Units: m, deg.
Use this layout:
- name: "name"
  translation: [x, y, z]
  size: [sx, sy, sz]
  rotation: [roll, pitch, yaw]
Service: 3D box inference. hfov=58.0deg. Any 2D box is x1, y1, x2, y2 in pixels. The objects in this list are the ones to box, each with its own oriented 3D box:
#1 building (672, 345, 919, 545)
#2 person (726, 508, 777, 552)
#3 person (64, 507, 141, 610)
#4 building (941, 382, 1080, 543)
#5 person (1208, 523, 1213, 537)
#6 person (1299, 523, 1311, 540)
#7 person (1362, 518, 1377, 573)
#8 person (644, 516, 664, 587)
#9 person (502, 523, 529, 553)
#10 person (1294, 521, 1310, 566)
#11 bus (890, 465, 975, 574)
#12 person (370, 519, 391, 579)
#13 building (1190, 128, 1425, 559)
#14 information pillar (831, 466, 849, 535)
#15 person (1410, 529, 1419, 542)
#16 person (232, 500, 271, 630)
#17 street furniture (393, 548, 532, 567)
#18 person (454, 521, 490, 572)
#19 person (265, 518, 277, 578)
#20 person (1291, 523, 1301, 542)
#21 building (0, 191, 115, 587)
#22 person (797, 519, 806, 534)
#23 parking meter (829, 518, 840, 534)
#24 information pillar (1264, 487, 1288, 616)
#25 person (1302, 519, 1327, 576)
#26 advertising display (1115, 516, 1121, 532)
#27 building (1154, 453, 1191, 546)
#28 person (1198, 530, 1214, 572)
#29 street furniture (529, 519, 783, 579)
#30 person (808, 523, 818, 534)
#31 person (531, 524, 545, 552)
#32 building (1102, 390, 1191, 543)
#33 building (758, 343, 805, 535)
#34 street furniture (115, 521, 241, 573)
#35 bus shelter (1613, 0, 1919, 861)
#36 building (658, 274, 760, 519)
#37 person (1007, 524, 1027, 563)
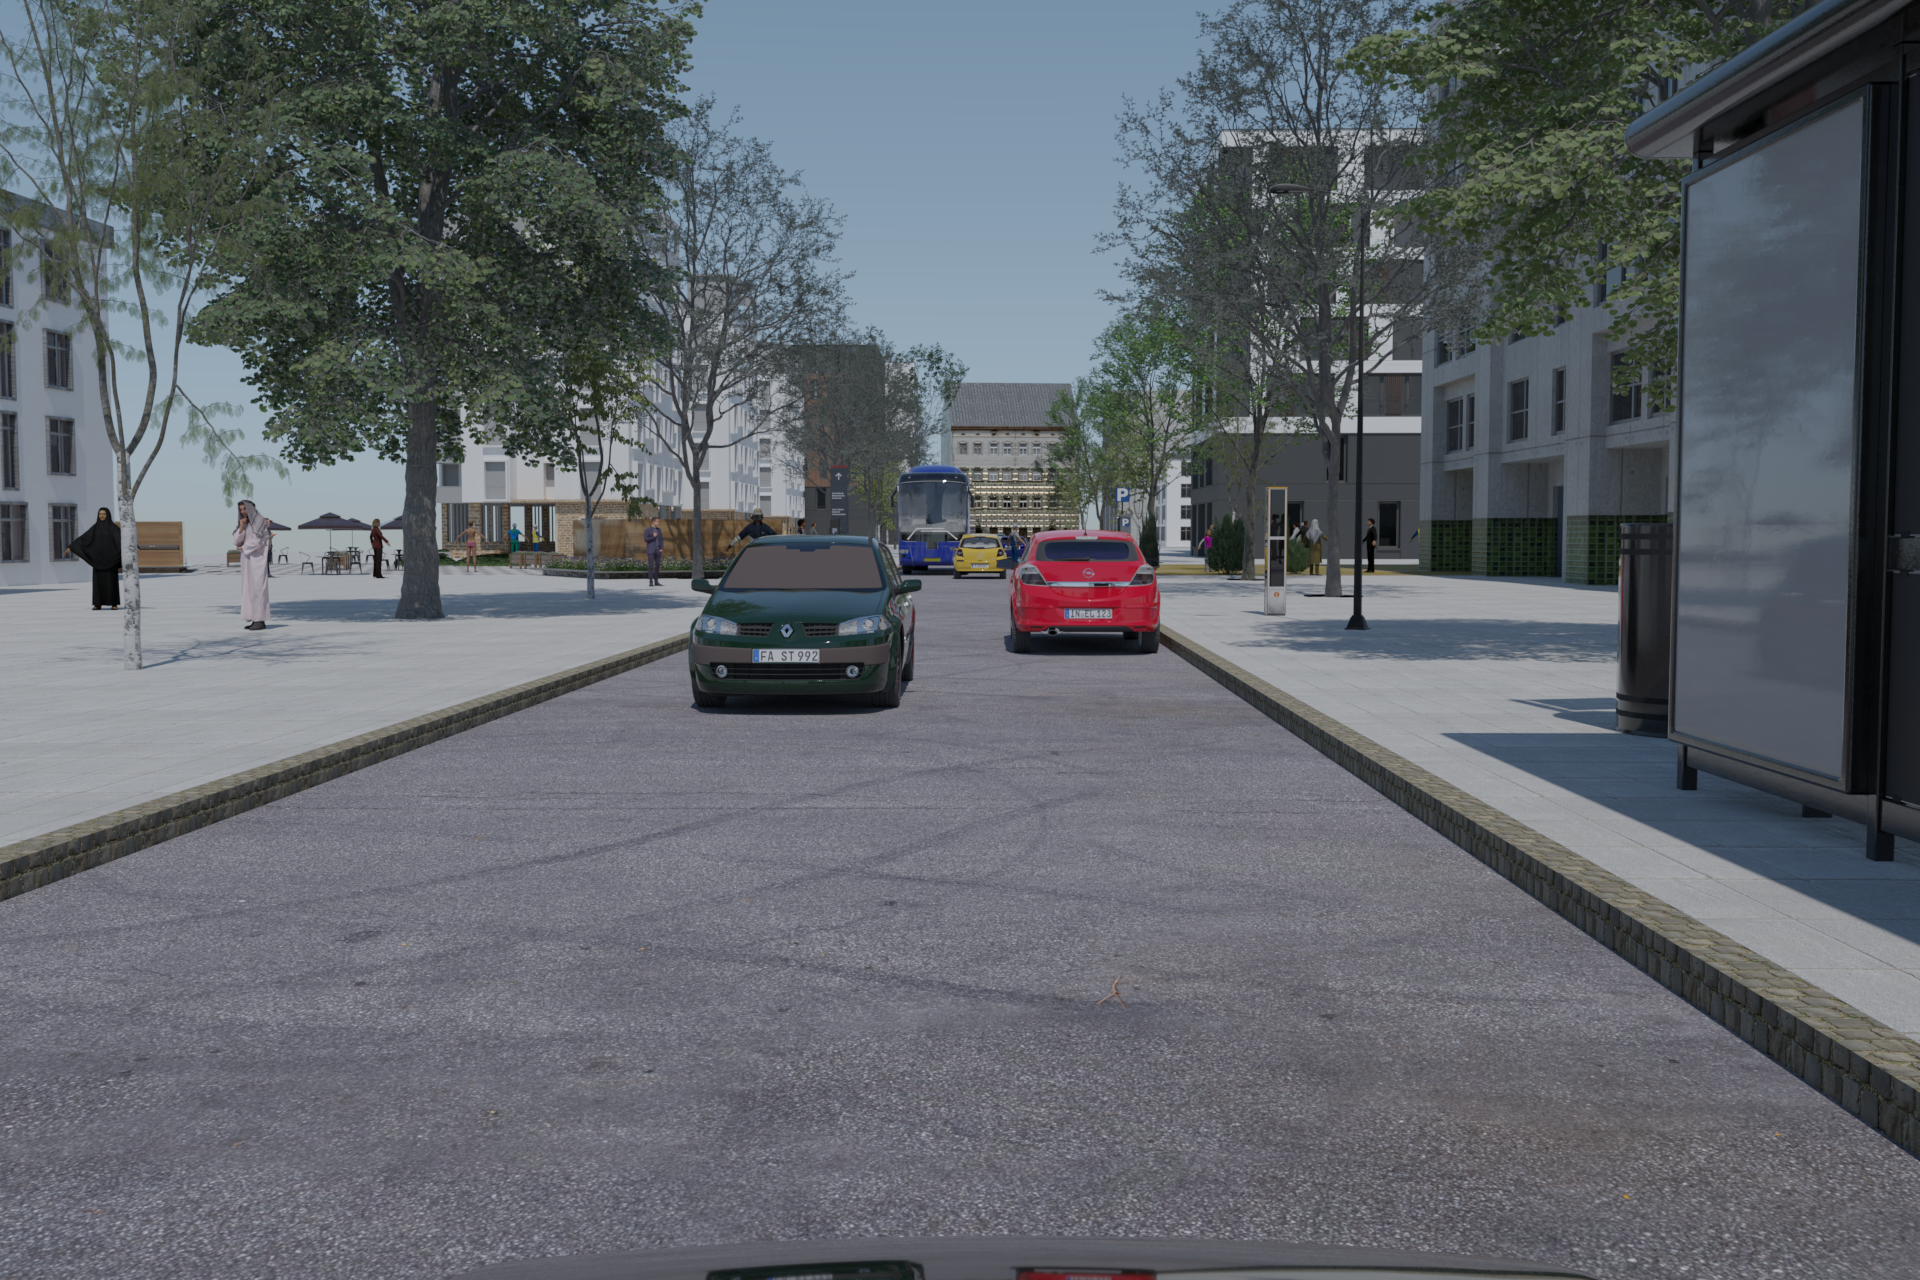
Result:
- name: "building"
  translation: [-19.365, -21.971, 203.198]
  size: [27.936, 21.610, 32.646]
  rotation: [0, 4, 1]
- name: "person"
  translation: [-4.402, -1.948, 37.719]
  size: [1.351, 1.845, 0.704]
  rotation: [0, 4, -6]
- name: "person"
  translation: [-14.398, -1.366, 29.115]
  size: [1.214, 1.737, 0.721]
  rotation: [-1, 4, -9]
- name: "building"
  translation: [6.919, -25.480, 249.975]
  size: [18.063, 23.208, 19.493]
  rotation: [0, 4, -5]
- name: "person"
  translation: [12.564, -4.911, 86.436]
  size: [0.704, 1.812, 1.346]
  rotation: [2, 4, 31]
- name: "person"
  translation: [17.108, -4.934, 86.438]
  size: [1.354, 1.858, 0.705]
  rotation: [-1, 4, -12]
- name: "person"
  translation: [13.614, -3.139, 57.510]
  size: [0.705, 1.806, 1.347]
  rotation: [0, 4, -5]
- name: "person"
  translation: [-7.497, -2.170, 42.438]
  size: [0.541, 1.710, 0.530]
  rotation: [-2, 4, -35]
- name: "person"
  translation: [-21.549, -4.755, 83.874]
  size: [1.347, 1.817, 0.704]
  rotation: [0, 4, 0]
- name: "person"
  translation: [13.415, -3.724, 67.112]
  size: [0.704, 1.802, 1.346]
  rotation: [-3, 4, -38]
- name: "bus"
  translation: [-0.791, -4.498, 65.084]
  size: [2.896, 3.916, 12.251]
  rotation: [0, 4, 2]
- name: "person"
  translation: [-16.770, -2.647, 50.086]
  size: [0.721, 1.729, 1.215]
  rotation: [-3, 5, -41]
- name: "building"
  translation: [27.595, -15.879, 103.599]
  size: [27.936, 21.610, 32.646]
  rotation: [0, 4, 2]
- name: "information pillar"
  translation: [-4.559, -4.667, 65.682]
  size: [0.750, 3.857, 0.750]
  rotation: [0, 4, 1]
- name: "person"
  translation: [19.847, -4.169, 74.129]
  size: [1.349, 1.833, 0.705]
  rotation: [3, 4, 39]
- name: "person"
  translation: [-9.519, -1.012, 23.257]
  size: [0.551, 1.740, 0.621]
  rotation: [1, 4, 10]
- name: "street furniture"
  translation: [-20.013, -3.421, 71.565]
  size: [5.734, 0.657, 10.072]
  rotation: [0, 4, -6]
- name: "person"
  translation: [-16.442, -3.152, 58.345]
  size: [1.217, 1.733, 0.721]
  rotation: [0, 4, -2]
- name: "person"
  translation: [-20.134, -2.695, 50.641]
  size: [0.750, 1.759, 0.617]
  rotation: [1, 4, 16]
- name: "person"
  translation: [15.720, -4.586, 81.166]
  size: [0.705, 1.806, 1.347]
  rotation: [2, 4, 30]
- name: "building"
  translation: [-24.299, -5.590, 33.544]
  size: [9.099, 9.664, 28.070]
  rotation: [0, 4, 2]
- name: "person"
  translation: [-5.661, -3.440, 62.393]
  size: [0.704, 1.843, 1.345]
  rotation: [1, 4, 12]
- name: "parking meter"
  translation: [-4.600, -3.539, 63.568]
  size: [0.399, 1.863, 0.255]
  rotation: [0, 4, 2]
- name: "information pillar"
  translation: [4.962, -1.391, 27.229]
  size: [0.304, 2.012, 0.304]
  rotation: [0, 4, 1]
- name: "person"
  translation: [10.991, -2.848, 53.333]
  size: [0.721, 1.736, 1.217]
  rotation: [-2, 4, -35]
- name: "advertising display"
  translation: [5.613, -3.447, 61.579]
  size: [0.123, 1.923, 0.974]
  rotation: [0, 4, 2]
- name: "building"
  translation: [25.883, -14.528, 179.675]
  size: [9.099, 9.664, 28.070]
  rotation: [0, 4, 1]
- name: "person"
  translation: [8.357, -2.979, 57.974]
  size: [0.991, 1.433, 0.599]
  rotation: [-2, 4, -30]
- name: "street furniture"
  translation: [-9.562, -2.781, 52.326]
  size: [9.812, 1.723, 11.010]
  rotation: [-2, 4, -31]
- name: "person"
  translation: [-6.550, -4.373, 77.762]
  size: [0.705, 1.796, 1.348]
  rotation: [-2, 4, -34]
- name: "person"
  translation: [-21.429, -4.976, 87.821]
  size: [0.721, 1.772, 1.216]
  rotation: [-3, 5, -44]
- name: "building"
  translation: [27.462, -21.668, 220.733]
  size: [16.747, 18.905, 31.486]
  rotation: [0, 4, 1]
- name: "building"
  translation: [-21.930, -19.339, 172.620]
  size: [16.016, 20.090, 11.380]
  rotation: [0, 4, 1]
- name: "street furniture"
  translation: [-30.409, -3.225, 59.587]
  size: [11.010, 1.723, 9.812]
  rotation: [-1, 4, -22]
- name: "bus shelter"
  translation: [4.385, -1.803, 7.112]
  size: [2.179, 5.291, 8.768]
  rotation: [0, 4, 1]
- name: "building"
  translation: [-21.538, -16.568, 127.302]
  size: [16.016, 20.090, 11.380]
  rotation: [0, 4, 2]
- name: "person"
  translation: [2.227, -3.737, 69.412]
  size: [0.705, 1.847, 1.347]
  rotation: [-2, 4, -32]
